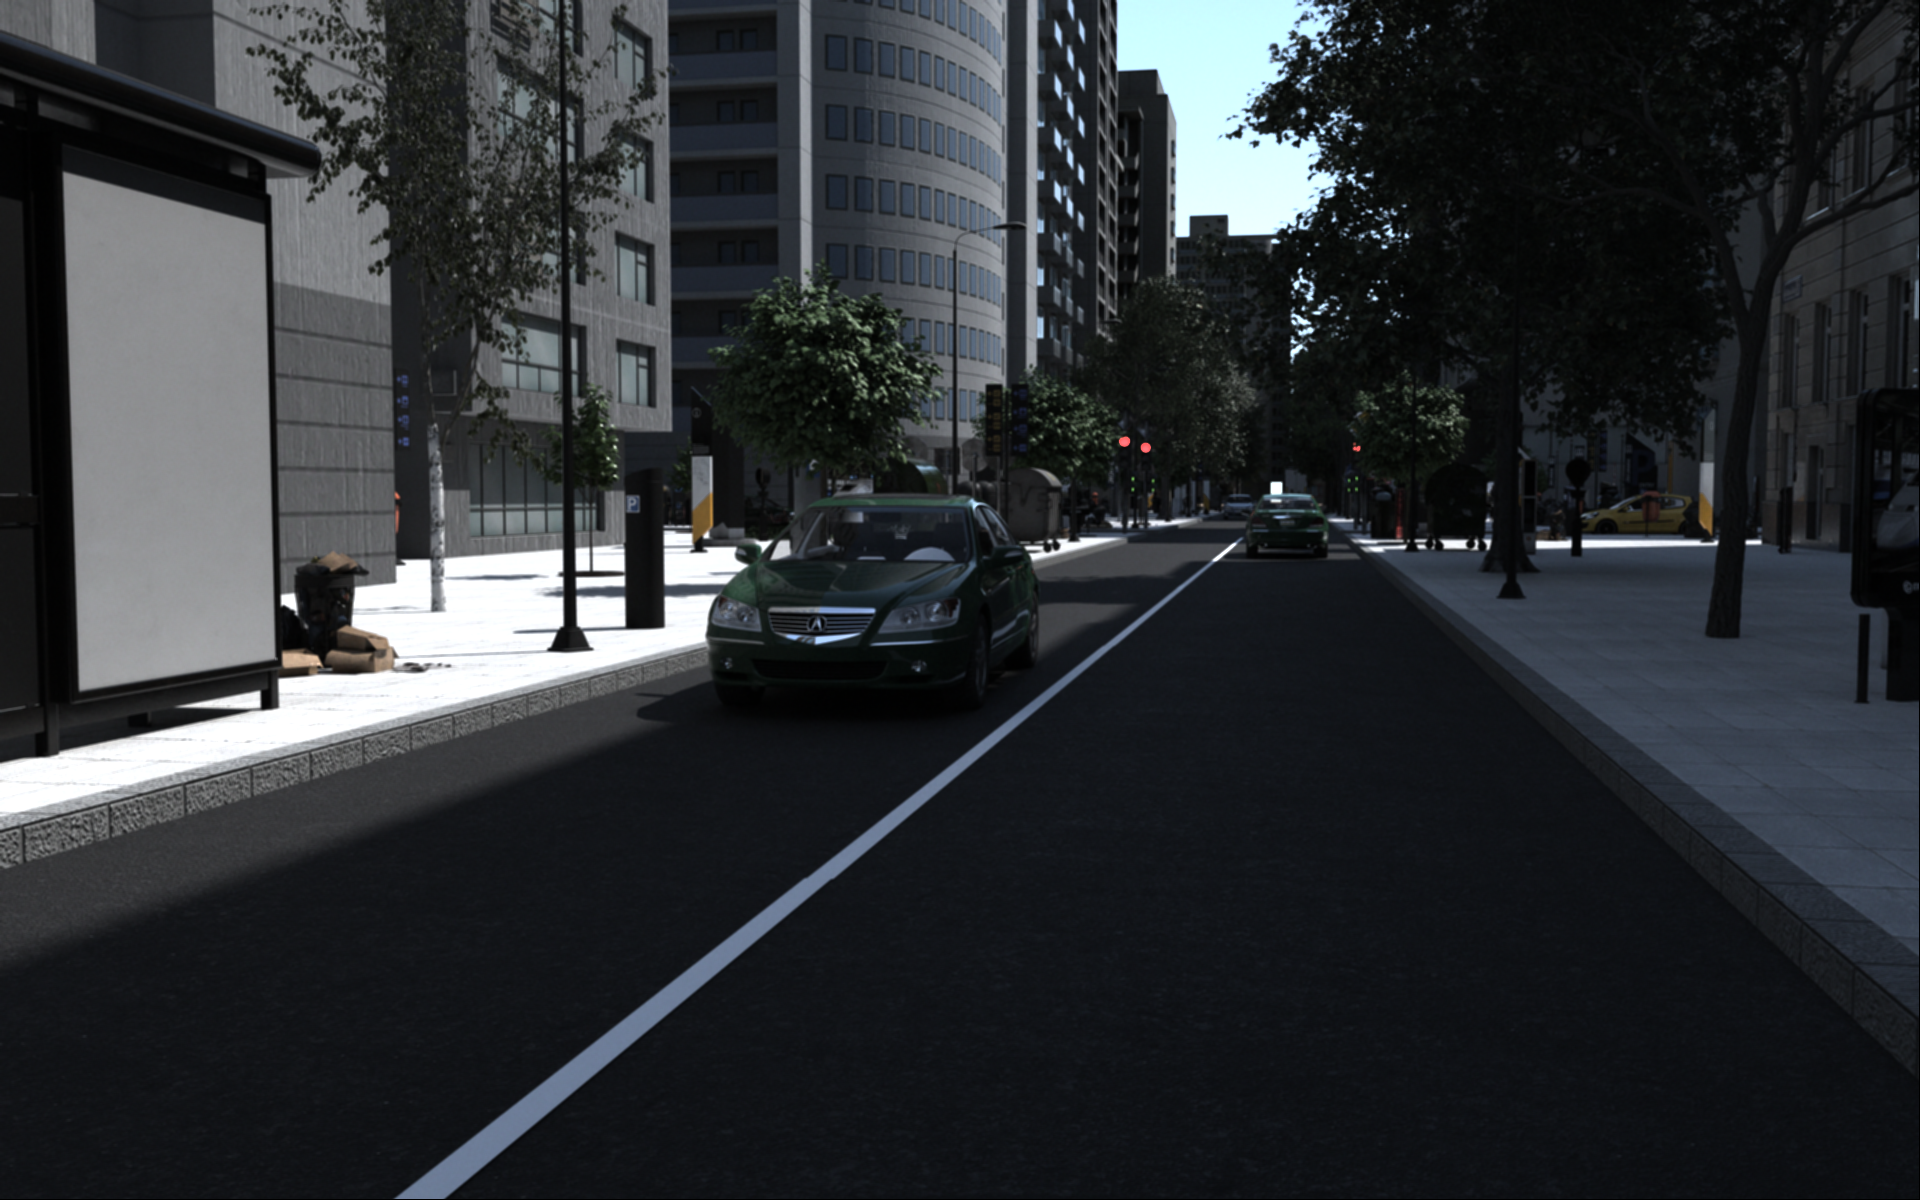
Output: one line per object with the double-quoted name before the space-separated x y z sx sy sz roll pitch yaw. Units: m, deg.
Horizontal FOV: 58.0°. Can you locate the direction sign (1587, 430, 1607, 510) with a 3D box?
"direction sign" 22.408 -4.220 60.997 0.876 3.537 0.379 -1 4 -23

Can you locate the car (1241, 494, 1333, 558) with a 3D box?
"car" 7.596 -1.742 40.282 2.131 1.459 4.920 1 4 10

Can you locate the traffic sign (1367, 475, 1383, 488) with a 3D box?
"traffic sign" 15.423 -3.926 64.196 0.884 2.594 0.081 1 4 15

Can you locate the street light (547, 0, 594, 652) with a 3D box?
"street light" -2.665 -2.531 13.915 1.470 5.913 1.316 1 4 11

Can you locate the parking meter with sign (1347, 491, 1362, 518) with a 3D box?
"parking meter with sign" 21.269 -5.867 92.189 1.738 3.016 0.543 -3 5 -42

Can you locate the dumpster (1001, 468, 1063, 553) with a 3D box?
"dumpster" 1.550 -2.012 38.656 1.264 1.857 1.865 1 4 11

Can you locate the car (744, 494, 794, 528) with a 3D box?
"car" -7.484 -3.249 62.908 4.222 1.686 2.009 1 4 10

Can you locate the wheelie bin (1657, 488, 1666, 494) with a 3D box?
"wheelie bin" 35.803 -4.945 88.763 0.980 1.594 0.693 2 4 35

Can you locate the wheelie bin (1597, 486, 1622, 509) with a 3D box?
"wheelie bin" 25.607 -3.689 68.223 0.980 1.594 0.693 0 4 -8

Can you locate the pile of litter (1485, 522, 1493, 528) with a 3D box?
"pile of litter" 20.438 -3.112 64.845 1.719 0.858 1.176 2 4 29

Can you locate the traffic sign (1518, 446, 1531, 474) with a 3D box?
"traffic sign" 12.838 -2.377 40.053 0.795 2.450 0.064 1 4 19

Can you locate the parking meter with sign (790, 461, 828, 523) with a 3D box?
"parking meter with sign" -2.445 -1.976 28.566 0.543 3.016 1.738 -1 4 -20

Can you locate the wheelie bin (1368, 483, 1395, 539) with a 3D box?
"wheelie bin" 12.197 -2.573 49.971 0.693 1.594 0.980 -1 4 -14

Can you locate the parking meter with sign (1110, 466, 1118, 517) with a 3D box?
"parking meter with sign" 8.761 -6.219 97.940 0.543 3.016 1.738 1 4 9

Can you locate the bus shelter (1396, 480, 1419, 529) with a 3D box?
"bus shelter" 16.968 -4.484 64.595 1.731 3.624 6.357 1 4 11

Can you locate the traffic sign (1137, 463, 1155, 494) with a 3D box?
"traffic sign" 7.227 -4.129 67.608 0.768 2.556 0.104 1 4 15

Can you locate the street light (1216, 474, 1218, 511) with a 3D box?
"street light" 16.462 -8.543 112.227 1.470 5.913 1.316 1 4 11

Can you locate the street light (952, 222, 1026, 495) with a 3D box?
"street light" 0.441 -3.506 29.860 1.470 5.913 1.316 1 4 11

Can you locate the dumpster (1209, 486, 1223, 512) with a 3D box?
"dumpster" 17.935 -7.153 122.713 1.264 1.857 1.865 1 4 11

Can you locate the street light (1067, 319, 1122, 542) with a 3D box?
"street light" 3.602 -4.512 46.316 1.470 5.913 1.316 1 4 11

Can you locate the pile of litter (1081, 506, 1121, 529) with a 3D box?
"pile of litter" 5.122 -3.056 63.929 1.719 0.858 1.176 3 4 36

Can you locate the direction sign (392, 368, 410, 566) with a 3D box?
"direction sign" -10.190 -2.393 31.118 0.379 3.537 0.876 2 4 24

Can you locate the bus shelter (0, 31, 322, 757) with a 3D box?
"bus shelter" -5.659 -1.745 6.167 2.179 5.291 8.768 1 4 11

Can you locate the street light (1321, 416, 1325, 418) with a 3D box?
"street light" 19.083 -7.023 87.363 1.470 5.913 1.316 1 4 11

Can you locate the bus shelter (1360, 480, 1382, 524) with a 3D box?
"bus shelter" 19.174 -6.186 78.773 2.179 5.291 8.768 1 4 11

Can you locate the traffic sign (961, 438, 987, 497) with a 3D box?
"traffic sign" 0.323 -2.416 39.615 0.768 2.556 0.104 1 4 19

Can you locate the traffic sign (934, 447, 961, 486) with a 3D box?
"traffic sign" -0.276 -2.156 37.376 0.606 2.300 0.079 1 4 19

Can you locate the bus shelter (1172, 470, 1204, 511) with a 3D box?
"bus shelter" 14.725 -7.256 112.552 2.014 3.302 5.546 1 4 11

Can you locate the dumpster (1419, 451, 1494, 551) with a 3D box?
"dumpster" 11.352 -2.275 39.686 1.502 2.255 1.985 1 4 11

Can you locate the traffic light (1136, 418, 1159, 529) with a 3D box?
"traffic light" 6.872 -4.576 63.740 0.839 4.253 0.868 1 4 11

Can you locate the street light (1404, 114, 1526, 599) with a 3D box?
"street light" 6.260 -2.980 21.268 1.470 5.913 1.316 1 4 11

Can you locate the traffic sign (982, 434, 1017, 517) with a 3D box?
"traffic sign" 0.823 -2.214 36.298 0.768 2.556 0.104 1 4 17

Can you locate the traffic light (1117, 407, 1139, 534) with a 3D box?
"traffic light" 5.349 -4.097 55.901 0.839 4.253 0.868 1 4 11

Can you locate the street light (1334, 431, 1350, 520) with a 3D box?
"street light" 12.644 -5.012 54.493 1.470 5.913 1.316 1 4 11

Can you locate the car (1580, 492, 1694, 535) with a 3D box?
"car" 22.506 -2.878 57.282 3.980 1.641 2.015 1 4 11

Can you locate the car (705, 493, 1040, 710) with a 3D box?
"car" -0.494 -0.082 13.146 2.131 1.459 4.920 1 4 10

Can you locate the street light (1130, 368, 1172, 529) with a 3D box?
"street light" 7.012 -5.582 63.808 1.470 5.913 1.316 1 4 11

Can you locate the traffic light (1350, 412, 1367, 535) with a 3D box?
"traffic light" 12.726 -4.010 54.489 0.839 4.253 0.868 1 4 11

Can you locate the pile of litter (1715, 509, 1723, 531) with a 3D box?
"pile of litter" 28.674 -3.068 64.123 1.176 0.858 1.719 1 4 11

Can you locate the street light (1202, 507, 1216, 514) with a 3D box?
"street light" 13.205 -7.534 95.725 1.470 5.913 1.316 1 4 11

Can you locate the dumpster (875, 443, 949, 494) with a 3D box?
"dumpster" -1.140 -1.861 32.918 1.502 2.255 1.985 1 4 11

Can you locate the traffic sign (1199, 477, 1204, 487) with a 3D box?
"traffic sign" 17.833 -7.727 126.438 0.768 2.556 0.104 1 4 17

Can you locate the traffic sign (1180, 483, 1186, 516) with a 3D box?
"traffic sign" 13.096 -6.272 102.647 0.768 2.556 0.104 1 4 21

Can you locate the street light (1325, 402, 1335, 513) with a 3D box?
"street light" 15.921 -6.048 71.428 1.470 5.913 1.316 1 4 11

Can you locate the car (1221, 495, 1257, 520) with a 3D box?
"car" 15.846 -5.276 98.266 2.014 1.417 4.499 1 4 9

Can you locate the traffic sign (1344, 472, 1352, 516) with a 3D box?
"traffic sign" 20.495 -5.547 90.796 0.768 2.556 0.104 1 4 16

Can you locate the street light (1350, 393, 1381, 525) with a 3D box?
"street light" 9.512 -4.029 38.419 1.470 5.913 1.316 1 4 11

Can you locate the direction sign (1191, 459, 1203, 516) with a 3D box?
"direction sign" 14.125 -6.808 103.305 0.379 3.537 0.876 -3 4 -39

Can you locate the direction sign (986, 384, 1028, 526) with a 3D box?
"direction sign" 0.964 -2.673 35.696 0.876 3.537 0.379 1 4 9

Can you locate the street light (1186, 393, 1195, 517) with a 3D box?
"street light" 10.156 -6.558 79.767 1.470 5.913 1.316 1 4 11

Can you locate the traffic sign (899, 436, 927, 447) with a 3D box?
"traffic sign" -1.081 -2.330 38.198 0.768 2.556 0.104 1 4 15

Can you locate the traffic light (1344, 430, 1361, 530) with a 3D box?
"traffic light" 14.249 -4.490 62.328 0.839 4.253 0.868 1 4 11

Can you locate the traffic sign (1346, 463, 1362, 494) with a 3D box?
"traffic sign" 15.750 -4.215 69.018 0.768 2.556 0.104 1 4 14
